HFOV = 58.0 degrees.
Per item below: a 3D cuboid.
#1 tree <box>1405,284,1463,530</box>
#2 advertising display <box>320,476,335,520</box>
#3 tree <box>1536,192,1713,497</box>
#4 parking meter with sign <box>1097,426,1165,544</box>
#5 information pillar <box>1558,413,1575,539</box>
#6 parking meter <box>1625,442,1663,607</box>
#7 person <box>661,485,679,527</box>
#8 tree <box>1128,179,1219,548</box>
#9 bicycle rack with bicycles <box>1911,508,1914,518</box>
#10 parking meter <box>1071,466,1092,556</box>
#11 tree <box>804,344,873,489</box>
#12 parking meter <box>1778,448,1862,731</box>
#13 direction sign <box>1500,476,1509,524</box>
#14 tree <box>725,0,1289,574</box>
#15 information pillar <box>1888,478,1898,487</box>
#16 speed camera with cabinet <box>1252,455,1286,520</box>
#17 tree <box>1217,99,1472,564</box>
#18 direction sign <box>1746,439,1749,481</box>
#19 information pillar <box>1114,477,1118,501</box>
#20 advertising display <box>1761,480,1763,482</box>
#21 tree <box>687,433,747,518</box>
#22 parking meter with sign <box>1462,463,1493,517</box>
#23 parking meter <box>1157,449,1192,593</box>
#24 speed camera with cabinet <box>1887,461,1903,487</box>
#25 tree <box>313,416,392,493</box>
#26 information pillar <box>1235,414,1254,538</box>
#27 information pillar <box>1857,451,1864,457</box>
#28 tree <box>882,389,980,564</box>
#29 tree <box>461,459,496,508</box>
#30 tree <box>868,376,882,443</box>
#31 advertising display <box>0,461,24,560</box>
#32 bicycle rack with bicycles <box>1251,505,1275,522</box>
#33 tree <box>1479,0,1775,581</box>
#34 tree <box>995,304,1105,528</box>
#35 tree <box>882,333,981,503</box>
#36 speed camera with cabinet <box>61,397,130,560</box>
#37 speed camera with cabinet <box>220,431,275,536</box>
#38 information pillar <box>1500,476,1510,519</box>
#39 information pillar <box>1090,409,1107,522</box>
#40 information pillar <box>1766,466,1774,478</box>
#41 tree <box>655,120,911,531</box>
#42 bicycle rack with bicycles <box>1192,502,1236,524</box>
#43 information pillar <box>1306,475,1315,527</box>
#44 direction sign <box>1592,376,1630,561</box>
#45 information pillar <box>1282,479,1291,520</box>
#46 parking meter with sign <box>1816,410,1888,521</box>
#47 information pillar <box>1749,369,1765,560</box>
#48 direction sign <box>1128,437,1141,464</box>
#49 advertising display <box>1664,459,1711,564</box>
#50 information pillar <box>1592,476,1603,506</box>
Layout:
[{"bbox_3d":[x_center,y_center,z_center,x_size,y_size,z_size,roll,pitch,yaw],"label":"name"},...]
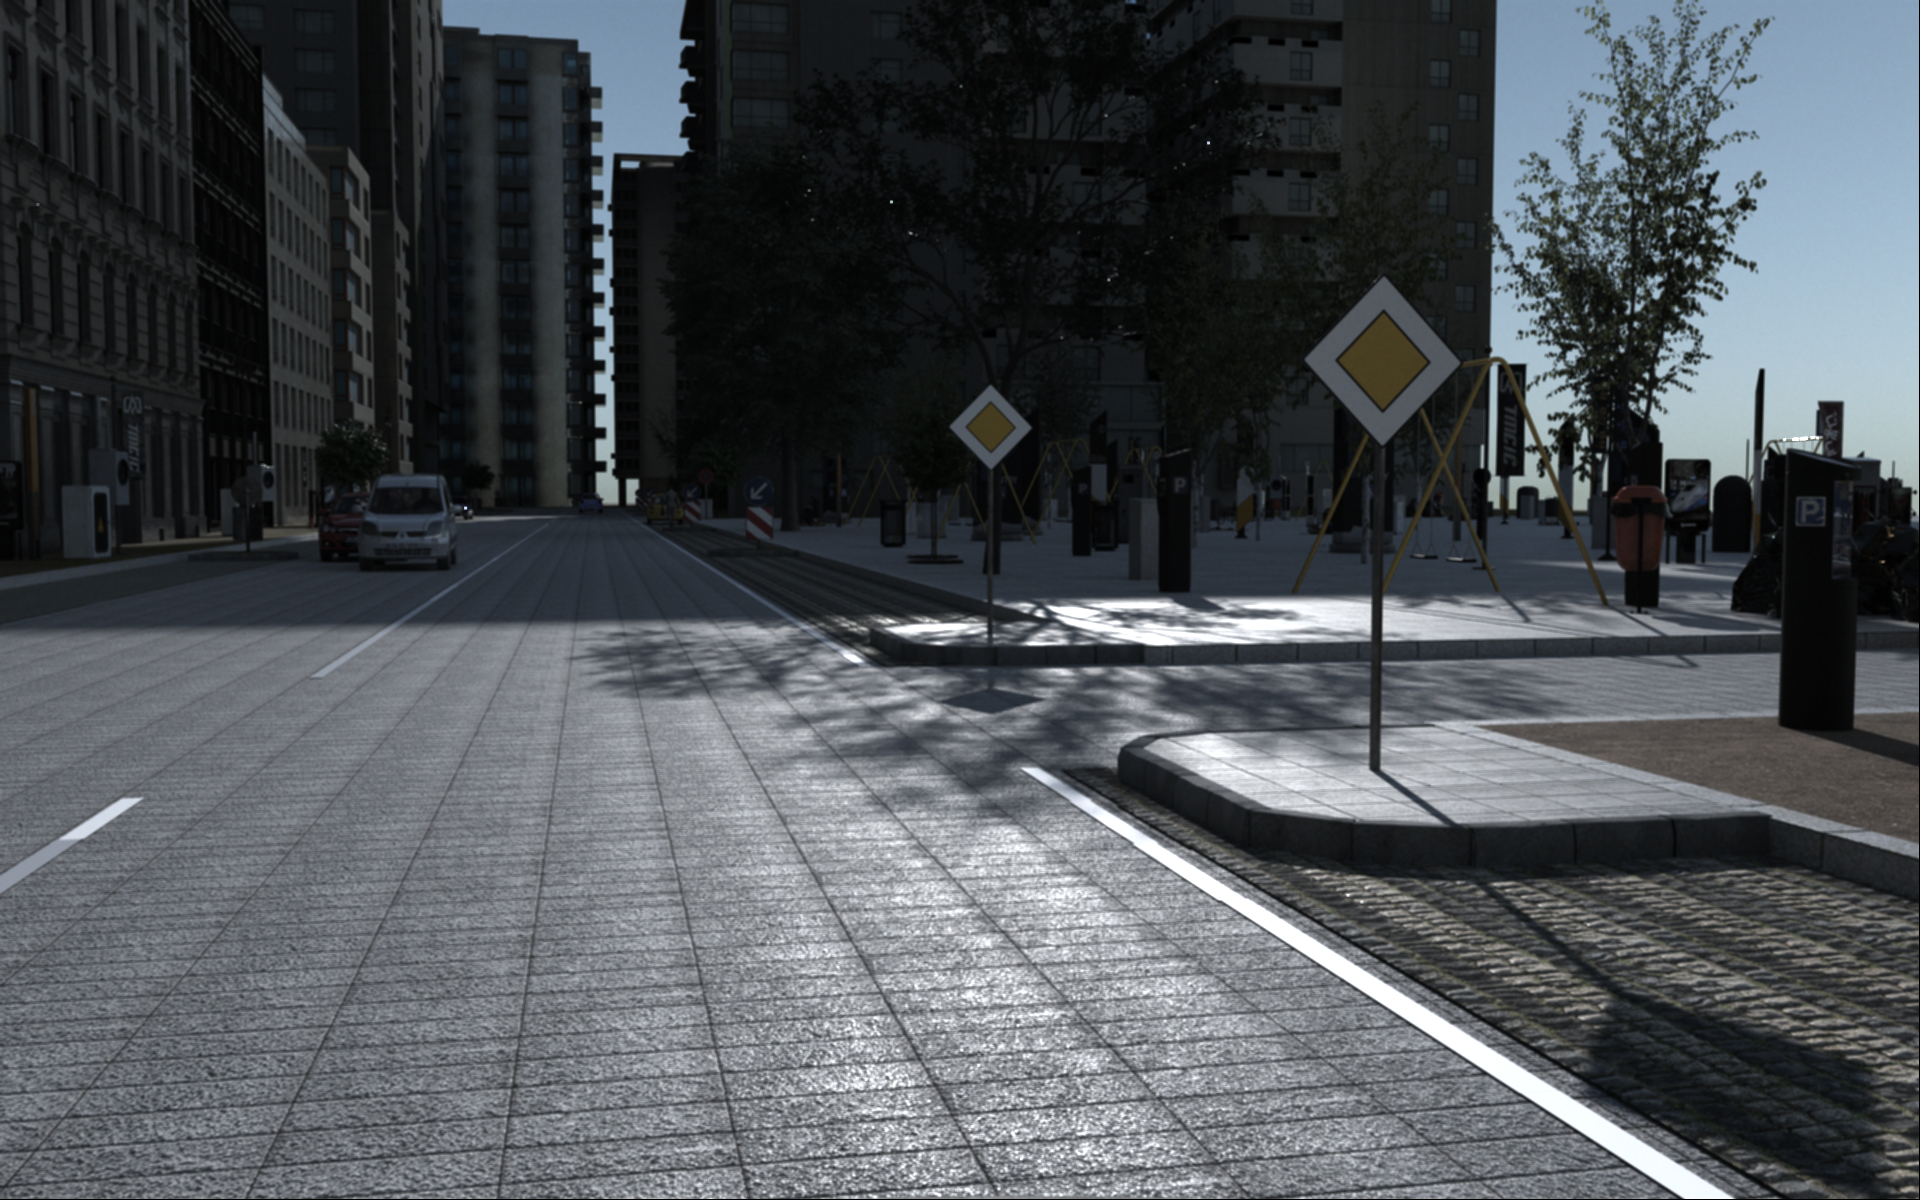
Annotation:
[{"bbox_3d":[16.466,-6.778,61.177,4.360,8.622,3.978,0,3,0],"label":"tree"},{"bbox_3d":[-22.859,-3.514,62.665,0.123,1.923,0.974,0,4,3],"label":"advertising display"},{"bbox_3d":[16.241,-5.685,43.313,4.737,8.622,4.395,0,3,0],"label":"tree"},{"bbox_3d":[4.419,-2.969,44.802,1.738,3.016,0.543,1,4,9],"label":"parking meter with sign"},{"bbox_3d":[17.553,-3.594,50.119,0.183,3.616,0.504,-2,4,-28],"label":"information pillar"},{"bbox_3d":[7.814,-0.862,19.807,0.255,1.863,0.399,0,4,-4],"label":"parking meter"},{"bbox_3d":[-12.442,-4.020,74.352,0.709,1.813,0.853,-3,5,-39],"label":"person"},{"bbox_3d":[5.646,-5.517,40.558,4.737,8.622,4.395,0,3,0],"label":"tree"},{"bbox_3d":[48.163,-4.705,90.313,2.925,0.926,2.852,3,5,44],"label":"bicycle rack with bicycles"},{"bbox_3d":[2.507,-1.845,35.883,0.399,1.863,0.255,0,4,-8],"label":"parking meter"},{"bbox_3d":[-6.173,-7.970,80.669,4.360,8.622,3.978,0,3,0],"label":"tree"},{"bbox_3d":[4.717,-0.067,9.502,0.372,1.533,0.369,0,3,0],"label":"parking meter"},{"bbox_3d":[23.289,-5.013,73.958,0.876,3.537,0.379,-1,4,-13],"label":"direction sign"},{"bbox_3d":[0.524,-5.669,27.098,8.767,10.594,7.601,0,4,-7],"label":"tree"},{"bbox_3d":[42.107,-4.508,78.200,0.304,2.012,0.304,-1,4,-14],"label":"information pillar"},{"bbox_3d":[15.296,-5.670,87.044,2.038,3.252,0.660,2,4,24],"label":"speed camera with cabinet"},{"bbox_3d":[7.247,-4.976,31.725,4.737,8.622,4.395,0,3,0],"label":"tree"},{"bbox_3d":[32.588,-4.876,71.724,0.379,3.537,0.876,2,4,26],"label":"direction sign"},{"bbox_3d":[6.746,-4.220,73.487,0.304,2.012,0.304,3,5,43],"label":"information pillar"},{"bbox_3d":[37.638,-4.625,80.825,0.974,1.923,0.123,-2,4,-30],"label":"advertising display"},{"bbox_3d":[-12.873,-6.595,91.548,4.285,4.588,4.351,0,3,0],"label":"tree"},{"bbox_3d":[29.153,-6.200,97.632,1.738,3.016,0.543,0,4,2],"label":"parking meter with sign"},{"bbox_3d":[2.800,-1.036,22.653,0.399,1.863,0.255,-1,4,-21],"label":"parking meter"},{"bbox_3d":[54.997,-6.657,103.181,2.038,3.252,0.660,0,4,-1],"label":"speed camera with cabinet"},{"bbox_3d":[-25.485,-5.431,72.511,4.285,4.588,4.351,0,3,0],"label":"tree"},{"bbox_3d":[8.244,-3.597,50.173,0.504,3.616,0.183,0,4,-4],"label":"information pillar"},{"bbox_3d":[48.810,-6.282,94.059,0.504,3.616,0.183,0,4,-4],"label":"information pillar"},{"bbox_3d":[-0.569,-2.290,32.044,1.663,3.219,1.824,0,3,0],"label":"tree"},{"bbox_3d":[-45.220,-10.929,162.401,4.285,4.588,4.351,0,3,0],"label":"tree"},{"bbox_3d":[-2.682,-8.346,86.814,4.737,8.622,4.395,0,3,0],"label":"tree"},{"bbox_3d":[-18.574,-1.738,33.626,0.974,1.923,0.123,1,4,23],"label":"advertising display"},{"bbox_3d":[13.238,-4.162,81.427,2.925,0.926,2.852,1,4,16],"label":"bicycle rack with bicycles"},{"bbox_3d":[9.892,-4.596,25.503,4.360,8.622,3.978,0,3,0],"label":"tree"},{"bbox_3d":[3.244,-6.959,64.146,4.360,8.622,3.978,0,3,0],"label":"tree"},{"bbox_3d":[-0.992,-7.663,75.660,4.737,8.622,4.395,0,3,0],"label":"tree"},{"bbox_3d":[-17.278,-2.465,34.641,0.660,3.252,2.038,0,4,-6],"label":"speed camera with cabinet"},{"bbox_3d":[-22.224,-3.652,54.045,0.660,3.252,2.038,1,4,12],"label":"speed camera with cabinet"},{"bbox_3d":[28.296,-6.029,89.930,0.504,3.616,0.183,-1,4,-14],"label":"information pillar"},{"bbox_3d":[3.832,-3.457,47.875,0.504,3.616,0.183,0,4,3],"label":"information pillar"},{"bbox_3d":[21.239,-2.492,45.238,0.304,2.012,0.304,3,5,39],"label":"information pillar"},{"bbox_3d":[-5.848,-9.354,59.593,9.857,13.997,8.962,0,3,0],"label":"tree"},{"bbox_3d":[10.112,-3.680,73.547,2.925,0.926,2.852,-3,5,-40],"label":"bicycle rack with bicycles"},{"bbox_3d":[13.706,-3.867,67.721,0.304,2.012,0.304,1,4,13],"label":"information pillar"},{"bbox_3d":[12.533,-2.533,33.411,0.876,3.537,0.379,-2,4,-24],"label":"direction sign"},{"bbox_3d":[15.948,-4.905,84.689,0.304,2.012,0.304,-2,4,-27],"label":"information pillar"},{"bbox_3d":[18.629,-2.420,35.823,1.738,3.016,0.543,-1,4,-11],"label":"parking meter with sign"},{"bbox_3d":[15.037,-2.525,32.643,0.183,3.616,0.504,1,4,17],"label":"information pillar"},{"bbox_3d":[6.937,-4.701,68.859,0.379,3.537,0.876,3,4,38],"label":"direction sign"},{"bbox_3d":[13.443,-1.640,32.030,0.974,1.923,0.123,-1,4,-21],"label":"advertising display"},{"bbox_3d":[25.622,-3.983,69.621,0.304,2.012,0.304,-3,5,-44],"label":"information pillar"}]
